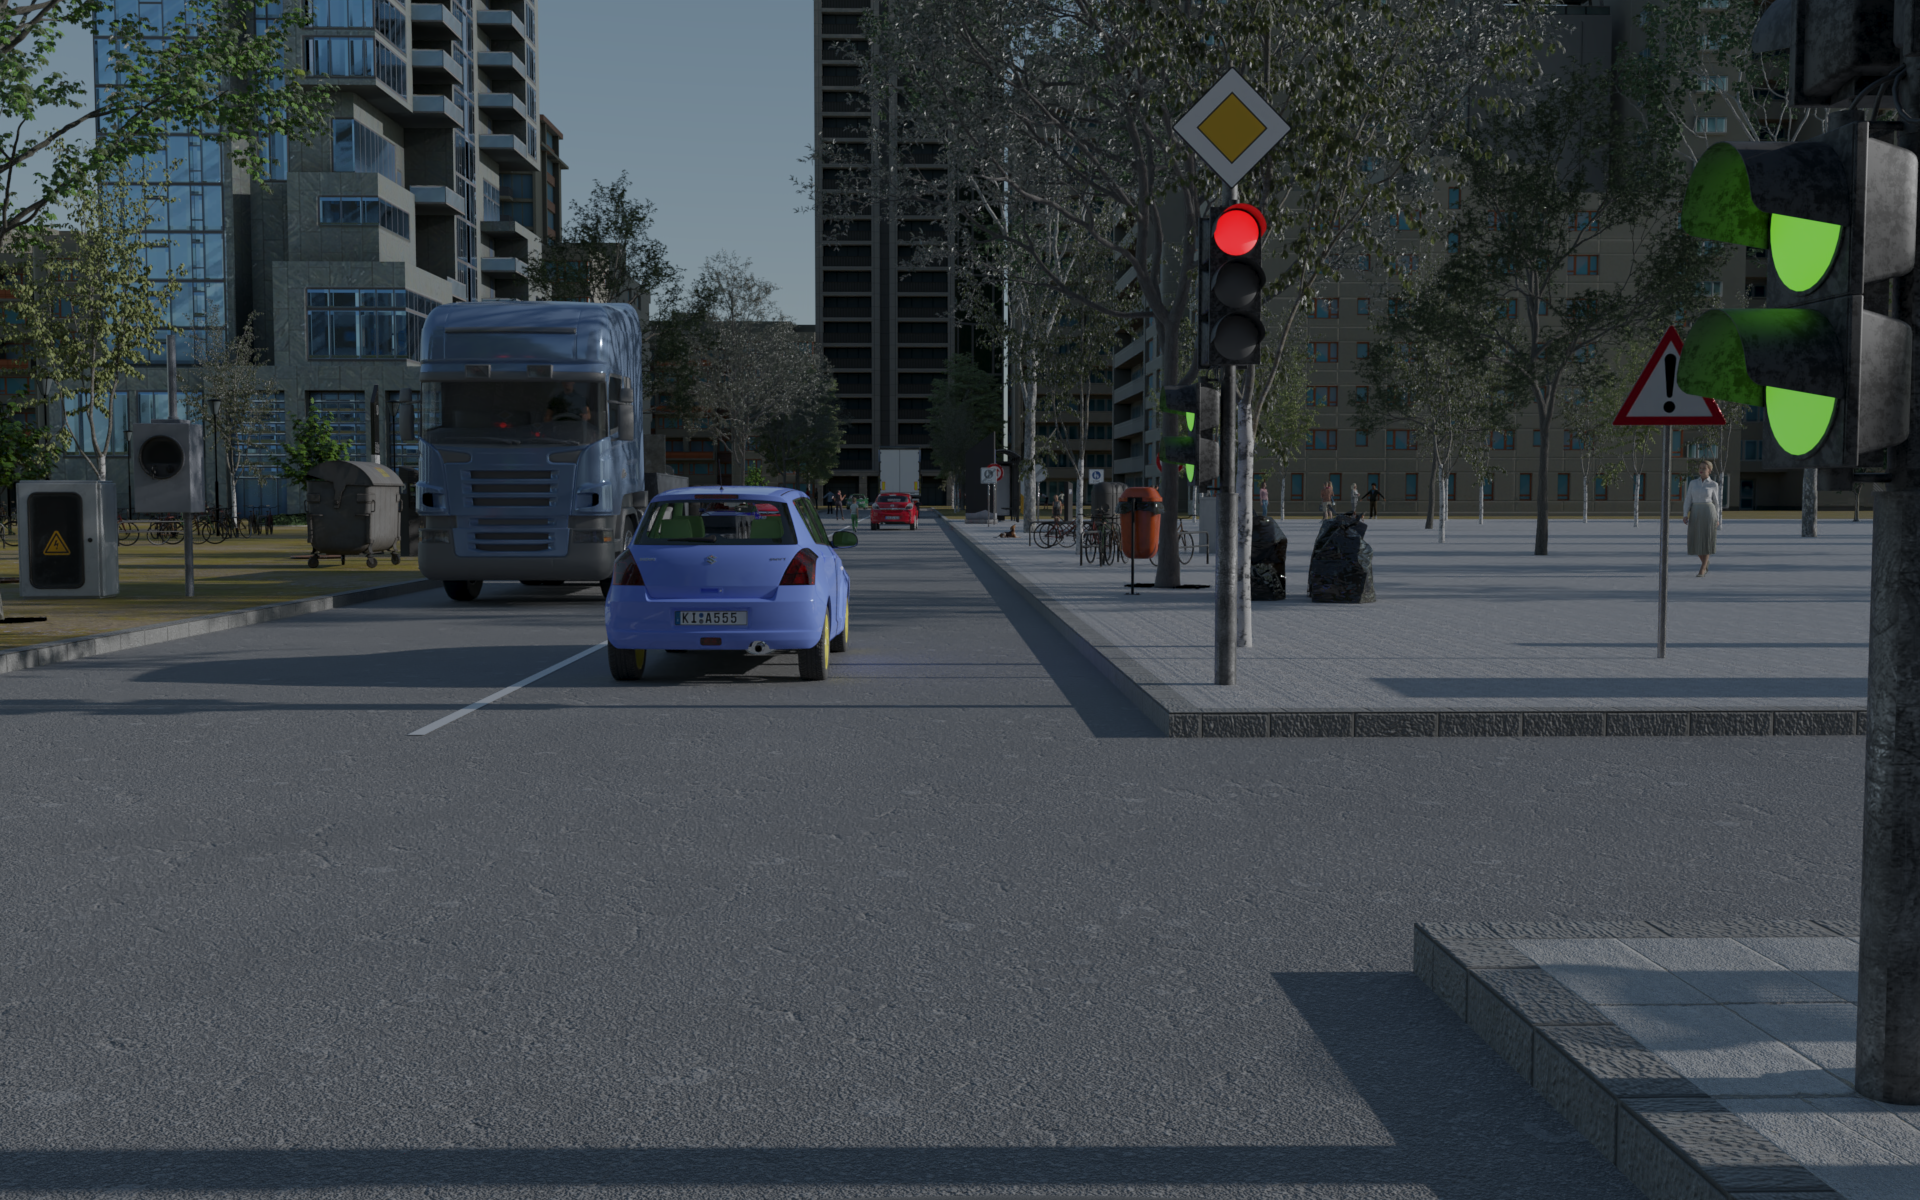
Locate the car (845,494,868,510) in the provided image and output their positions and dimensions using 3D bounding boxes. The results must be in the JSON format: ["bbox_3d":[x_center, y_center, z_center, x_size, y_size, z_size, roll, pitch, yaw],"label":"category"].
[{"bbox_3d":[-9.552,-9.131,161.088,2.131,1.459,4.920,0,4,1],"label":"car"}]

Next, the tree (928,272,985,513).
[{"bbox_3d":[2.333,-5.272,36.554,4.360,8.622,3.978,0,3,0],"label":"tree"}]

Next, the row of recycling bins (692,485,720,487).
[{"bbox_3d":[-11.264,-4.294,77.313,1.069,1.692,3.534,-2,4,-26],"label":"row of recycling bins"}]

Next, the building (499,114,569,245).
[{"bbox_3d":[-59.427,-32.959,193.504,28.867,44.769,22.147,0,4,-1],"label":"building"}]

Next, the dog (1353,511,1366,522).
[{"bbox_3d":[18.055,-3.767,78.422,0.540,0.507,0.406,-1,4,-17],"label":"dog"}]

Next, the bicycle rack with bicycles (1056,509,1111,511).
[{"bbox_3d":[2.944,-1.739,41.820,2.925,0.926,2.852,-1,4,-11],"label":"bicycle rack with bicycles"}]

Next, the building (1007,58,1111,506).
[{"bbox_3d":[16.092,-34.966,195.389,21.600,48.544,21.300,0,4,-1],"label":"building"}]

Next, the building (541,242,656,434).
[{"bbox_3d":[-40.486,-17.682,134.133,28.899,21.520,27.650,0,4,-1],"label":"building"}]

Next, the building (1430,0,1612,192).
[{"bbox_3d":[43.751,-28.075,142.627,14.086,41.232,14.154,0,4,-1],"label":"building"}]

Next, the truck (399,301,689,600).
[{"bbox_3d":[-5.761,-2.479,30.290,2.967,4.110,18.799,0,4,-1],"label":"truck"}]

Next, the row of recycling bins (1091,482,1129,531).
[{"bbox_3d":[5.259,-3.221,59.775,1.069,1.692,3.534,1,4,16],"label":"row of recycling bins"}]

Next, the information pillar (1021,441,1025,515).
[{"bbox_3d":[2.594,-4.617,66.841,0.504,3.616,0.183,1,4,21],"label":"information pillar"}]

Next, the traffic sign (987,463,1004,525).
[{"bbox_3d":[1.429,-4.401,72.061,0.768,2.556,0.104,0,3,0],"label":"traffic sign"}]

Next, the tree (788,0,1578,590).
[{"bbox_3d":[2.946,-6.915,23.427,12.009,13.543,11.850,0,3,0],"label":"tree"}]

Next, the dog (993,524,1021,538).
[{"bbox_3d":[1.377,-2.019,50.744,0.748,0.427,0.550,2,4,24],"label":"dog"}]

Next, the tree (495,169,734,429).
[{"bbox_3d":[-10.473,-7.045,49.600,7.601,10.594,8.767,1,4,15],"label":"tree"}]

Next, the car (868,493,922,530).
[{"bbox_3d":[-2.634,-3.711,69.712,2.155,1.783,4.494,0,4,0],"label":"car"}]

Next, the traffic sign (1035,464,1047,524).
[{"bbox_3d":[3.356,-4.540,74.335,0.768,2.556,0.104,0,4,8],"label":"traffic sign"}]

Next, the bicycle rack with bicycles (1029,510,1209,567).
[{"bbox_3d":[3.163,-1.094,31.271,2.852,0.926,2.925,2,4,28],"label":"bicycle rack with bicycles"}]

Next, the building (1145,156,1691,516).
[{"bbox_3d":[27.898,-16.435,113.749,27.650,21.520,28.899,0,4,-1],"label":"building"}]

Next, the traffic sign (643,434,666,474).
[{"bbox_3d":[-11.162,-3.984,59.014,2.265,3.308,0.079,0,4,2],"label":"traffic sign"}]

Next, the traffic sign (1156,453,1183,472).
[{"bbox_3d":[5.623,-2.834,46.441,0.768,2.556,0.104,0,3,0],"label":"traffic sign"}]

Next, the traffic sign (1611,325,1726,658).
[{"bbox_3d":[5.485,-0.823,13.467,0.884,2.594,0.081,0,4,-1],"label":"traffic sign"}]

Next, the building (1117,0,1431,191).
[{"bbox_3d":[24.054,-31.460,138.079,21.300,48.544,21.600,0,4,-1],"label":"building"}]

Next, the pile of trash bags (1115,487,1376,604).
[{"bbox_3d":[3.564,-0.727,21.632,3.447,1.369,1.912,2,4,26],"label":"pile of trash bags"}]

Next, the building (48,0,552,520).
[{"bbox_3d":[-36.492,-48.165,100.166,22.319,86.520,31.000,0,4,-1],"label":"building"}]

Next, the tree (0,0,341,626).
[{"bbox_3d":[-9.810,-5.563,16.719,9.928,11.665,9.643,0,3,0],"label":"tree"}]

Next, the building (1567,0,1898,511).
[{"bbox_3d":[62.696,-31.514,138.950,21.600,48.544,21.300,0,4,-1],"label":"building"}]

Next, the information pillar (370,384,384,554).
[{"bbox_3d":[-12.409,-2.779,36.796,0.183,3.616,0.504,0,4,-7],"label":"information pillar"}]

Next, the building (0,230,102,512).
[{"bbox_3d":[-69.721,-17.618,133.101,28.899,21.520,27.650,0,4,-1],"label":"building"}]

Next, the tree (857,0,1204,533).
[{"bbox_3d":[3.768,-12.293,56.881,12.611,20.169,13.585,0,3,0],"label":"tree"}]

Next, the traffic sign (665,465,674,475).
[{"bbox_3d":[-12.812,-4.599,75.298,0.768,2.556,0.104,0,4,0],"label":"traffic sign"}]

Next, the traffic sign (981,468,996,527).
[{"bbox_3d":[1.117,-4.004,67.596,0.606,2.300,0.079,0,4,0],"label":"traffic sign"}]

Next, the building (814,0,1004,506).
[{"bbox_3d":[-5.386,-46.127,192.436,20.611,71.187,20.563,0,4,-1],"label":"building"}]

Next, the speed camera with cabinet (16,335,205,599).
[{"bbox_3d":[-10.471,-1.653,21.359,2.038,3.252,0.660,0,4,-6],"label":"speed camera with cabinet"}]

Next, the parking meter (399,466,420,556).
[{"bbox_3d":[-11.358,-1.836,35.737,0.399,1.863,0.255,3,4,38],"label":"parking meter"}]

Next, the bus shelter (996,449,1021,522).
[{"bbox_3d":[1.841,-5.301,80.590,2.014,3.302,5.546,0,4,-2],"label":"bus shelter"}]

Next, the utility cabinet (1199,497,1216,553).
[{"bbox_3d":[5.675,-1.606,37.412,1.020,1.237,0.306,3,5,39],"label":"utility cabinet"}]

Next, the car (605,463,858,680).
[{"bbox_3d":[-1.850,-0.307,14.611,1.945,1.707,3.694,0,4,0],"label":"car"}]

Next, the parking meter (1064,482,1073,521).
[{"bbox_3d":[5.061,-4.596,80.857,0.255,1.863,0.399,3,5,39],"label":"parking meter"}]

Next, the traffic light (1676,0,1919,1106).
[{"bbox_3d":[1.977,-0.897,3.589,0.839,4.253,0.868,0,4,-1],"label":"traffic light"}]

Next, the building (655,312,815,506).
[{"bbox_3d":[-30.261,-21.605,198.275,28.899,21.520,27.650,0,4,-1],"label":"building"}]

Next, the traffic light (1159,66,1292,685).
[{"bbox_3d":[1.772,-1.385,11.572,0.839,4.253,0.868,0,4,-1],"label":"traffic light"}]

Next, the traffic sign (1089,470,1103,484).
[{"bbox_3d":[5.640,-4.254,71.676,0.606,2.300,0.079,0,4,2],"label":"traffic sign"}]

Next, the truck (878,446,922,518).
[{"bbox_3d":[-3.693,-7.197,106.580,2.839,4.237,11.283,0,4,-2],"label":"truck"}]
